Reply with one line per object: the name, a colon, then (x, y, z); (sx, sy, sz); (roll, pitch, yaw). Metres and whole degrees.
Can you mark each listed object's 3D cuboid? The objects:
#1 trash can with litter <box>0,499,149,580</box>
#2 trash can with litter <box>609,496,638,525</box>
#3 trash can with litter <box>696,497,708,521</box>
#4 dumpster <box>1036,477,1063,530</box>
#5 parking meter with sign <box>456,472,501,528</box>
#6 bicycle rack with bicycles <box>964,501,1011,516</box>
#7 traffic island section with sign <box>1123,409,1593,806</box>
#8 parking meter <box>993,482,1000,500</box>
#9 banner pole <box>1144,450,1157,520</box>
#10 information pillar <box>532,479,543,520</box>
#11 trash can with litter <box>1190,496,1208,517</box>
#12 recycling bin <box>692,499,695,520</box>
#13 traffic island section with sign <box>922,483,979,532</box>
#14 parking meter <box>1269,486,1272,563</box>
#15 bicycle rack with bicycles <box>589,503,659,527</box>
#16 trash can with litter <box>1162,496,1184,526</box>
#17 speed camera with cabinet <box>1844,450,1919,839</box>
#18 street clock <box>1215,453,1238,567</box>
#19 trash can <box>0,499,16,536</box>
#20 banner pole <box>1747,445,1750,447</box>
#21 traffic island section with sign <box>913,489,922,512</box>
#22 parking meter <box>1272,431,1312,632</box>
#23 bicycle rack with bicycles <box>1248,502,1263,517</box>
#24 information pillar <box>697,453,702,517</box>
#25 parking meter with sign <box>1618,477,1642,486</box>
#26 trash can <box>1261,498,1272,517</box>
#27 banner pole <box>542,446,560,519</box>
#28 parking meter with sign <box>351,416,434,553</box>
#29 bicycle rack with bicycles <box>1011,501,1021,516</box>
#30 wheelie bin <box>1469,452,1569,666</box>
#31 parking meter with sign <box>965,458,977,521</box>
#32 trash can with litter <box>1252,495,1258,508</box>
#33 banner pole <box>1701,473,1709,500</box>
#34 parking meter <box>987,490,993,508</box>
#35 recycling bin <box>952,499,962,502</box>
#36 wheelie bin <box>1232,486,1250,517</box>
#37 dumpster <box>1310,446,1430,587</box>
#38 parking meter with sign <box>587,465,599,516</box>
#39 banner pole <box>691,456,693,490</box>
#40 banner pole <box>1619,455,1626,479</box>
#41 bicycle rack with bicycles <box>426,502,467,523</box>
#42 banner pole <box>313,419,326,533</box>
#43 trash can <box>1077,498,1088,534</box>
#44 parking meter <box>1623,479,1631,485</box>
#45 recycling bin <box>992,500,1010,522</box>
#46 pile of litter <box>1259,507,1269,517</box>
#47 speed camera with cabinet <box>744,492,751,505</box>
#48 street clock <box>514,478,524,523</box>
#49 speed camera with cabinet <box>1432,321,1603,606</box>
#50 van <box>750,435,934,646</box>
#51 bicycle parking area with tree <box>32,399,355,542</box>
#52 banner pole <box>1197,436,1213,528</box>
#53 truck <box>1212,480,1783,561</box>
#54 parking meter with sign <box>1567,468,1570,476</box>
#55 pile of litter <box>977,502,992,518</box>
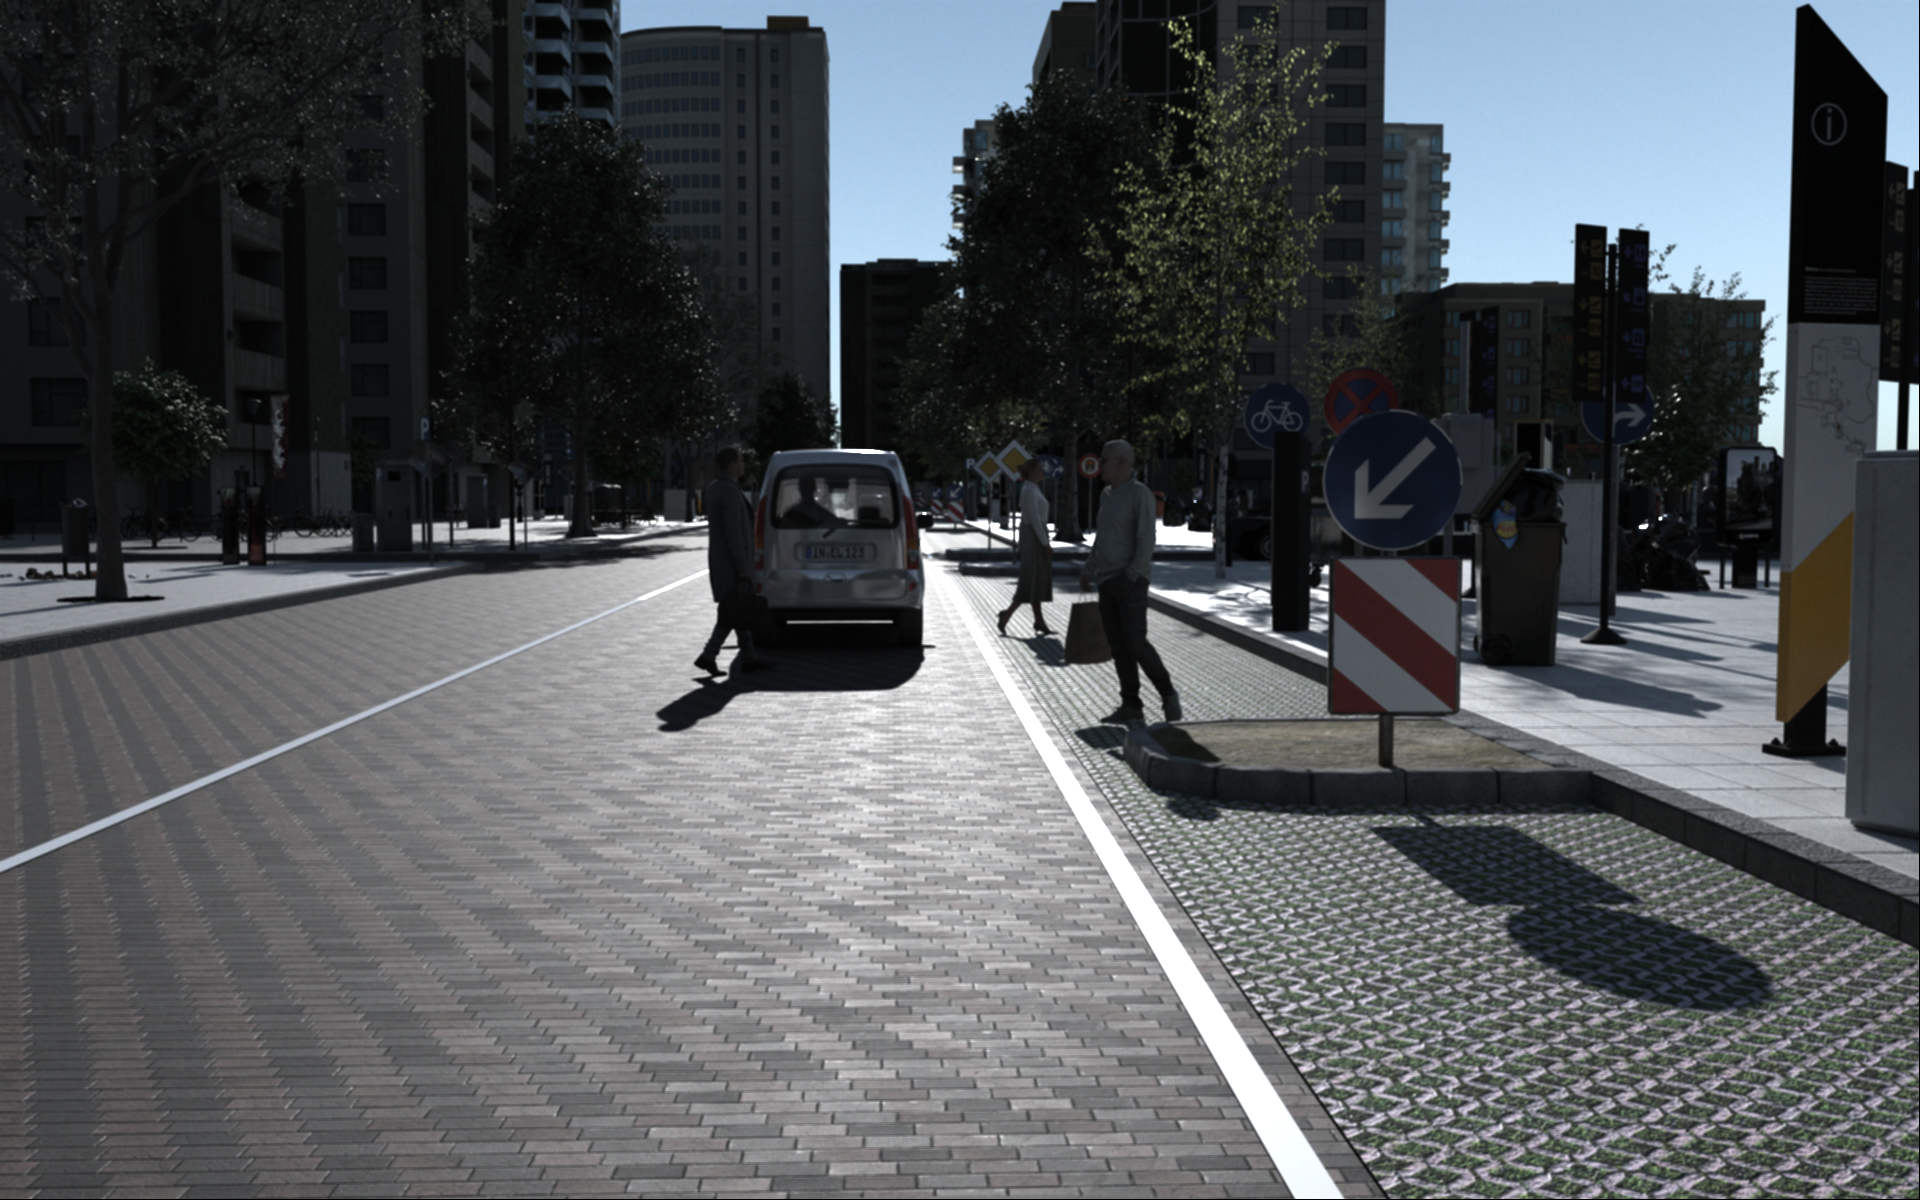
trash can with litter: (-13.683, -0.942, 26.452); (2.233, 1.210, 1.678); (2, 4, 25)
trash can with litter: (-14.458, -3.821, 73.536); (1.678, 1.210, 2.233); (1, 4, 16)
trash can with litter: (-12.227, -4.462, 84.007); (1.678, 1.210, 2.233); (0, 4, -5)
dumpster: (3.082, -3.389, 61.173); (1.264, 1.857, 1.865); (0, 4, -2)
parking meter with sign: (-18.281, -4.240, 65.589); (1.738, 3.016, 0.543); (1, 4, 10)
bicycle rack with bicycles: (1.191, -5.605, 105.022); (2.925, 0.926, 2.852); (-1, 4, -10)
traffic island section with sign: (1.886, -0.015, 8.867); (1.989, 1.847, 2.006); (0, 4, -2)
parking meter: (1.770, -4.682, 82.270); (0.399, 1.863, 0.255); (1, 4, 23)
banner pole: (9.344, -5.860, 85.836); (0.863, 3.779, 0.401); (1, 4, 22)
information pillar: (-20.824, -4.932, 85.135); (0.304, 2.012, 0.304); (-1, 4, -22)
trash can with litter: (12.668, -4.870, 91.005); (1.055, 1.170, 0.624); (-1, 4, -12)
recycling bin: (-13.811, -4.571, 87.282); (0.722, 1.027, 0.722); (-2, 4, -29)
traffic island section with sign: (-0.307, -3.454, 65.098); (1.989, 1.847, 2.006); (0, 4, -2)
parking meter: (5.942, -1.453, 32.173); (0.372, 1.533, 0.369); (0, 3, 0)
bicycle rack with bicycles: (-13.510, -3.448, 69.756); (2.925, 0.926, 2.852); (-2, 4, -35)
trash can with litter: (8.443, -3.537, 69.212); (1.055, 1.170, 0.624); (-3, 5, -42)
speed camera with cabinet: (4.444, -0.759, 6.753); (2.038, 3.252, 0.660); (-2, 4, -24)
street clock: (4.695, -1.593, 30.620); (0.358, 2.002, 0.471); (-1, 4, -17)
trash can: (-29.682, -2.575, 53.748); (0.748, 1.137, 0.748); (0, 3, 0)
banner pole: (40.616, -6.040, 88.767); (0.863, 3.779, 0.401); (0, 4, 3)
traffic island section with sign: (-1.378, -5.123, 92.384); (1.989, 1.847, 2.006); (0, 4, -2)
parking meter: (3.120, -0.646, 16.270); (0.255, 1.863, 0.399); (2, 4, 31)
bicycle rack with bicycles: (13.812, -4.074, 79.999); (2.925, 0.926, 2.852); (-1, 4, -18)
information pillar: (-14.798, -6.537, 98.236); (0.183, 3.616, 0.504); (-2, 4, -24)
parking meter with sign: (33.858, -5.629, 88.300); (1.738, 3.016, 0.543); (2, 4, 29)
trash can: (10.293, -2.775, 57.031); (0.748, 1.137, 0.748); (0, 3, 0)
banner pole: (-21.089, -6.075, 89.348); (0.863, 3.779, 0.401); (-1, 4, -18)
parking meter with sign: (-12.627, -2.586, 38.538); (1.738, 3.016, 0.543); (-3, 5, -42)
bicycle rack with bicycles: (5.076, -5.906, 109.937); (2.852, 0.926, 2.925); (1, 4, 14)
wheelie bin: (4.248, -0.322, 13.165); (0.693, 1.594, 0.980); (1, 4, 12)
parking meter with sign: (0.572, -5.395, 84.474); (0.543, 3.016, 1.738); (0, 4, 4)
trash can with litter: (16.367, -5.334, 98.266); (2.233, 1.210, 1.678); (3, 5, 43)
banner pole: (32.980, -5.302, 76.703); (0.863, 3.779, 0.401); (-3, 4, -38)
parking meter: (1.928, -6.247, 110.543); (0.372, 1.533, 0.369); (0, 3, 0)
recycling bin: (-0.041, -6.008, 110.789); (0.722, 1.027, 0.722); (3, 4, 39)
wheelie bin: (10.837, -3.605, 66.850); (0.693, 1.594, 0.980); (0, 4, 6)
dumpster: (5.399, -1.253, 22.973); (1.502, 2.255, 1.985); (0, 4, -2)
parking meter with sign: (-21.685, -6.495, 102.455); (0.543, 3.016, 1.738); (1, 4, 22)
banner pole: (-17.330, -7.537, 113.243); (0.863, 3.779, 0.401); (-3, 4, -36)
banner pole: (37.385, -6.613, 98.146); (0.401, 3.779, 0.863); (-2, 4, -28)
bicycle rack with bicycles: (-22.539, -3.956, 78.060); (2.852, 0.926, 2.925); (3, 5, 41)
banner pole: (-21.230, -4.110, 57.223); (0.401, 3.779, 0.863); (-1, 4, -14)
trash can: (3.788, -2.737, 56.398); (0.748, 1.137, 0.748); (0, 3, 0)
parking meter: (25.769, -3.745, 66.939); (0.255, 1.863, 0.399); (2, 4, 26)
recycling bin: (1.868, -4.082, 79.296); (0.722, 1.027, 0.722); (1, 4, 12)
pile of litter: (13.916, -3.847, 76.860); (1.719, 0.858, 1.176); (1, 4, 11)
speed camera with cabinet: (-14.620, -7.295, 113.606); (0.660, 3.252, 2.038); (3, 5, 40)
street clock: (-19.781, -4.479, 77.803); (0.358, 2.002, 0.471); (2, 4, 33)
speed camera with cabinet: (6.483, -1.577, 20.113); (2.038, 3.252, 0.660); (0, 4, 2)
van: (-1.247, -0.654, 17.701); (2.013, 2.044, 4.112); (0, 4, -3)
bicycle parking area with tree: (-21.661, -3.859, 50.101); (9.016, 4.147, 8.231); (1, 4, 21)
banner pole: (9.247, -4.606, 65.320); (0.401, 3.779, 0.863); (-3, 5, -41)
truck: (14.735, -2.799, 35.525); (18.799, 4.110, 2.967); (0, 4, 0)
parking meter with sign: (39.391, -7.227, 114.416); (0.543, 3.016, 1.738); (-2, 4, -32)
pile of litter: (1.181, -4.808, 92.577); (1.719, 0.858, 1.176); (1, 4, 22)
